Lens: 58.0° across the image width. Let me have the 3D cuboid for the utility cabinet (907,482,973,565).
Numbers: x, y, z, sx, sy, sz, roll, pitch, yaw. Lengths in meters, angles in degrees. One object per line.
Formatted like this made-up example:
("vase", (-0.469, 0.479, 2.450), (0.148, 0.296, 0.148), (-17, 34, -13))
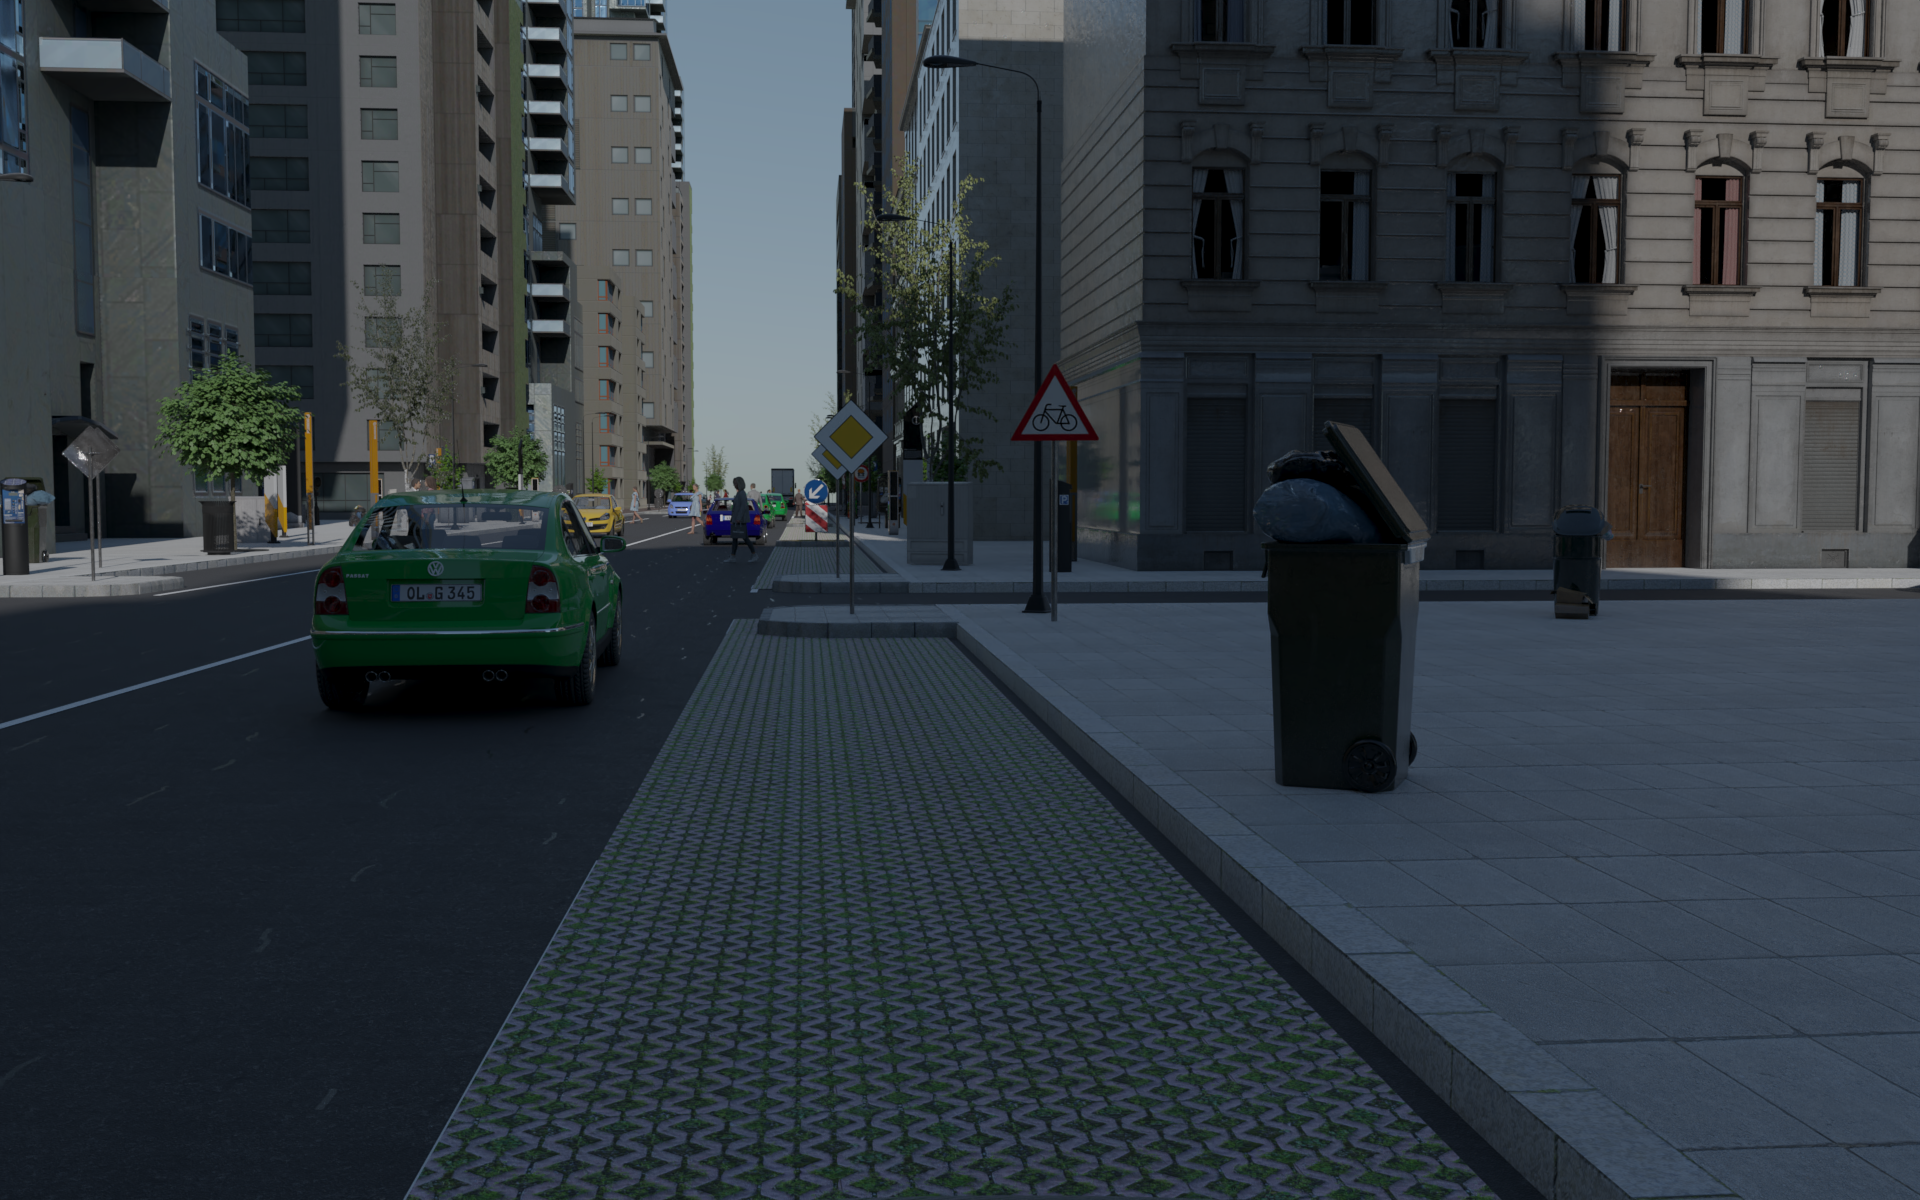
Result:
("utility cabinet", (-0.367, -1.384, 31.308), (1.173, 1.500, 0.318), (1, 4, 19))

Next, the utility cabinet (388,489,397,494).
("utility cabinet", (-25.063, -4.144, 76.435), (0.318, 1.500, 1.173), (-1, 4, -22))

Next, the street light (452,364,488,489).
("street light", (-17.506, -5.457, 61.760), (1.470, 5.913, 1.316), (0, 4, -5))

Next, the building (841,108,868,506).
("building", (-6.395, -33.485, 197.589), (14.600, 45.320, 14.200), (0, 4, -5))

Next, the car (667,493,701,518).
("car", (-16.455, -5.742, 103.474), (1.945, 1.707, 3.694), (0, 4, -3))

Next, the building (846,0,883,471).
("building", (4.095, -35.038, 162.110), (28.713, 52.752, 27.495), (0, 4, -5))

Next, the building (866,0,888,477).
("building", (4.075, -29.326, 134.111), (22.147, 44.769, 28.867), (0, 4, -5))

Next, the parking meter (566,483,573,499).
("parking meter", (-20.524, -5.222, 91.090), (0.255, 1.863, 0.399), (1, 4, 15))

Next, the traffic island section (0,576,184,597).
("traffic island section", (-12.795, -0.199, 25.531), (2.009, 0.180, 2.903), (0, 4, -5))

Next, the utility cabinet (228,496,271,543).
("utility cabinet", (-18.656, -2.101, 45.519), (0.306, 1.237, 1.020), (3, 4, 37))

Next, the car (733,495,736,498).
("car", (-25.659, -11.537, 201.210), (1.945, 1.354, 3.894), (0, 4, -6))

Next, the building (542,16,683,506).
("building", (-46.504, -37.155, 196.727), (28.713, 52.752, 27.495), (0, 4, -5))

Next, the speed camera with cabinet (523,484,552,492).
("speed camera with cabinet", (-21.647, -5.824, 89.563), (0.660, 3.252, 2.038), (3, 4, 36))

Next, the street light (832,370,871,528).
("street light", (-3.940, -5.663, 65.125), (1.470, 5.913, 1.316), (0, 4, -5))

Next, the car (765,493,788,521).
("car", (-10.221, -5.169, 93.306), (1.959, 1.807, 4.718), (0, 4, -6))

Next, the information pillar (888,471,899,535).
("information pillar", (-2.097, -3.053, 54.411), (0.304, 2.012, 0.304), (-1, 4, -10))

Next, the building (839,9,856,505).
("building", (-5.043, -47.469, 214.362), (20.563, 71.187, 20.611), (0, 4, -5))

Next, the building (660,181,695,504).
("building", (-41.317, -32.784, 219.612), (14.154, 41.232, 14.086), (0, 4, -5))

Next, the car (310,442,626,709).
("car", (-3.544, -0.258, 13.018), (1.959, 1.807, 4.718), (0, 4, -7))

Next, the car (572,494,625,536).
("car", (-12.183, -2.889, 57.462), (2.015, 1.641, 3.980), (0, 4, -4))

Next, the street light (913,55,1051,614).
("street light", (0.305, -2.814, 18.550), (1.470, 5.913, 1.316), (0, 4, -5))

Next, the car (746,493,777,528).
("car", (-8.771, -3.952, 73.415), (1.959, 1.807, 4.718), (0, 4, -4))

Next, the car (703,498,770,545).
("car", (-6.436, -2.275, 49.779), (1.945, 1.354, 3.894), (0, 4, -5))

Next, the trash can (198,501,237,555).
("trash can", (-15.603, -1.516, 36.436), (0.748, 1.137, 0.748), (0, 3, 0))

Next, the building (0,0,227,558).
("building", (-30.959, -44.393, 38.501), (22.319, 86.520, 31.000), (0, 4, -5))

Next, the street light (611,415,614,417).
("street light", (-20.958, -7.883, 101.421), (1.470, 5.913, 1.316), (0, 4, -5))

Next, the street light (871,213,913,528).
("street light", (-0.689, -3.447, 28.892), (1.470, 5.913, 1.316), (0, 4, -5))

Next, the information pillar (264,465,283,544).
("information pillar", (-17.887, -3.277, 44.932), (0.504, 3.616, 0.183), (3, 4, 38))

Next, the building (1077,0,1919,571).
("building", (11.405, -11.276, 33.515), (18.267, 20.994, 9.793), (0, 4, -5))

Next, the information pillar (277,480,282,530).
("information pillar", (-24.482, -3.531, 62.226), (0.304, 2.012, 0.304), (-3, 5, -40))

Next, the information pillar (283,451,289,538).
("information pillar", (-19.947, -3.644, 50.935), (0.183, 3.616, 0.504), (-3, 5, -40))

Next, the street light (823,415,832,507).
("street light", (-7.385, -8.052, 104.198), (1.470, 5.913, 1.316), (0, 4, -5))

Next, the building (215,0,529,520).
("building", (-31.114, -19.552, 91.376), (14.160, 30.474, 14.107), (0, 4, -5))

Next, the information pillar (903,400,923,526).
("information pillar", (-1.126, -3.105, 42.124), (0.504, 3.616, 0.183), (0, 4, 5))

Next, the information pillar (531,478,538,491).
("information pillar", (-19.643, -4.622, 80.057), (0.304, 2.012, 0.304), (-1, 4, -16))

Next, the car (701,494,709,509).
("car", (-25.472, -9.763, 169.408), (2.009, 1.686, 4.222), (0, 4, -5))

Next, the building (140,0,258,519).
("building", (-36.282, -48.952, 113.031), (22.319, 86.520, 31.000), (0, 4, -5))

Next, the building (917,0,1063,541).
("building", (4.389, -12.283, 55.572), (10.420, 20.320, 16.860), (0, 4, -5))

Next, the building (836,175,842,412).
("building", (-6.960, -38.320, 250.238), (21.300, 48.544, 21.600), (0, 4, -5))

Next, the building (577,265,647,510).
("building", (-41.554, -18.319, 144.557), (27.650, 21.520, 28.899), (0, 4, -5))

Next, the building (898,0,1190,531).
("building", (2.762, -13.730, 73.642), (9.793, 20.994, 18.267), (0, 4, -5))

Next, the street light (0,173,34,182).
("street light", (-14.106, -3.219, 25.170), (1.470, 5.913, 1.316), (0, 4, -5))

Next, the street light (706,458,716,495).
("street light", (-31.792, -15.197, 221.012), (1.470, 5.913, 1.316), (0, 4, -5))

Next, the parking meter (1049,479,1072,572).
("parking meter", (1.652, -1.226, 28.457), (0.372, 1.533, 0.369), (0, 3, 0))

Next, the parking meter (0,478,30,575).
("parking meter", (-14.978, -1.164, 27.443), (0.372, 1.533, 0.369), (0, 3, 0))

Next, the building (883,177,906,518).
("building", (1.636, -13.932, 92.415), (10.561, 19.102, 19.286), (0, 4, -5))

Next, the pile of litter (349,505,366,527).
("pile of litter", (-23.560, -3.350, 68.746), (1.176, 0.858, 1.719), (2, 4, 26))

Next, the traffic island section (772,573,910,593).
("traffic island section", (-1.846, -0.258, 26.502), (2.009, 0.180, 2.903), (0, 4, -5))

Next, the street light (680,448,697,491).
("street light", (-27.595, -12.361, 174.648), (1.470, 5.913, 1.316), (0, 4, -5))

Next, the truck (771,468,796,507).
("truck", (-19.746, -12.515, 193.538), (2.839, 4.237, 11.283), (0, 4, -5))

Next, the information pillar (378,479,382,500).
("information pillar", (-28.241, -4.874, 84.175), (0.304, 2.012, 0.304), (-1, 4, -22))

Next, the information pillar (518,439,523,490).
("information pillar", (-18.566, -5.008, 73.239), (0.183, 3.616, 0.504), (0, 4, -1))

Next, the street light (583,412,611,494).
("street light", (-20.743, -7.673, 97.994), (1.470, 5.913, 1.316), (0, 4, -5))

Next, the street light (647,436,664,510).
("street light", (-24.332, -10.145, 138.417), (1.470, 5.913, 1.316), (0, 4, -5))

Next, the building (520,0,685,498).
("building", (-48.236, -56.737, 240.321), (22.319, 86.520, 31.000), (0, 4, -5))

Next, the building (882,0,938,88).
("building", (2.156, -28.271, 112.344), (14.600, 45.320, 14.200), (0, 4, -5))

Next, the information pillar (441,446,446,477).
("information pillar", (-25.176, -5.719, 84.868), (0.504, 3.616, 0.183), (2, 4, 24))

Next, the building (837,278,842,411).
("building", (-9.468, -28.194, 232.674), (14.160, 30.474, 14.107), (0, 4, -5))

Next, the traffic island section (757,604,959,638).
("traffic island section", (-1.135, 0.228, 18.548), (2.009, 0.180, 2.903), (0, 4, -5))
